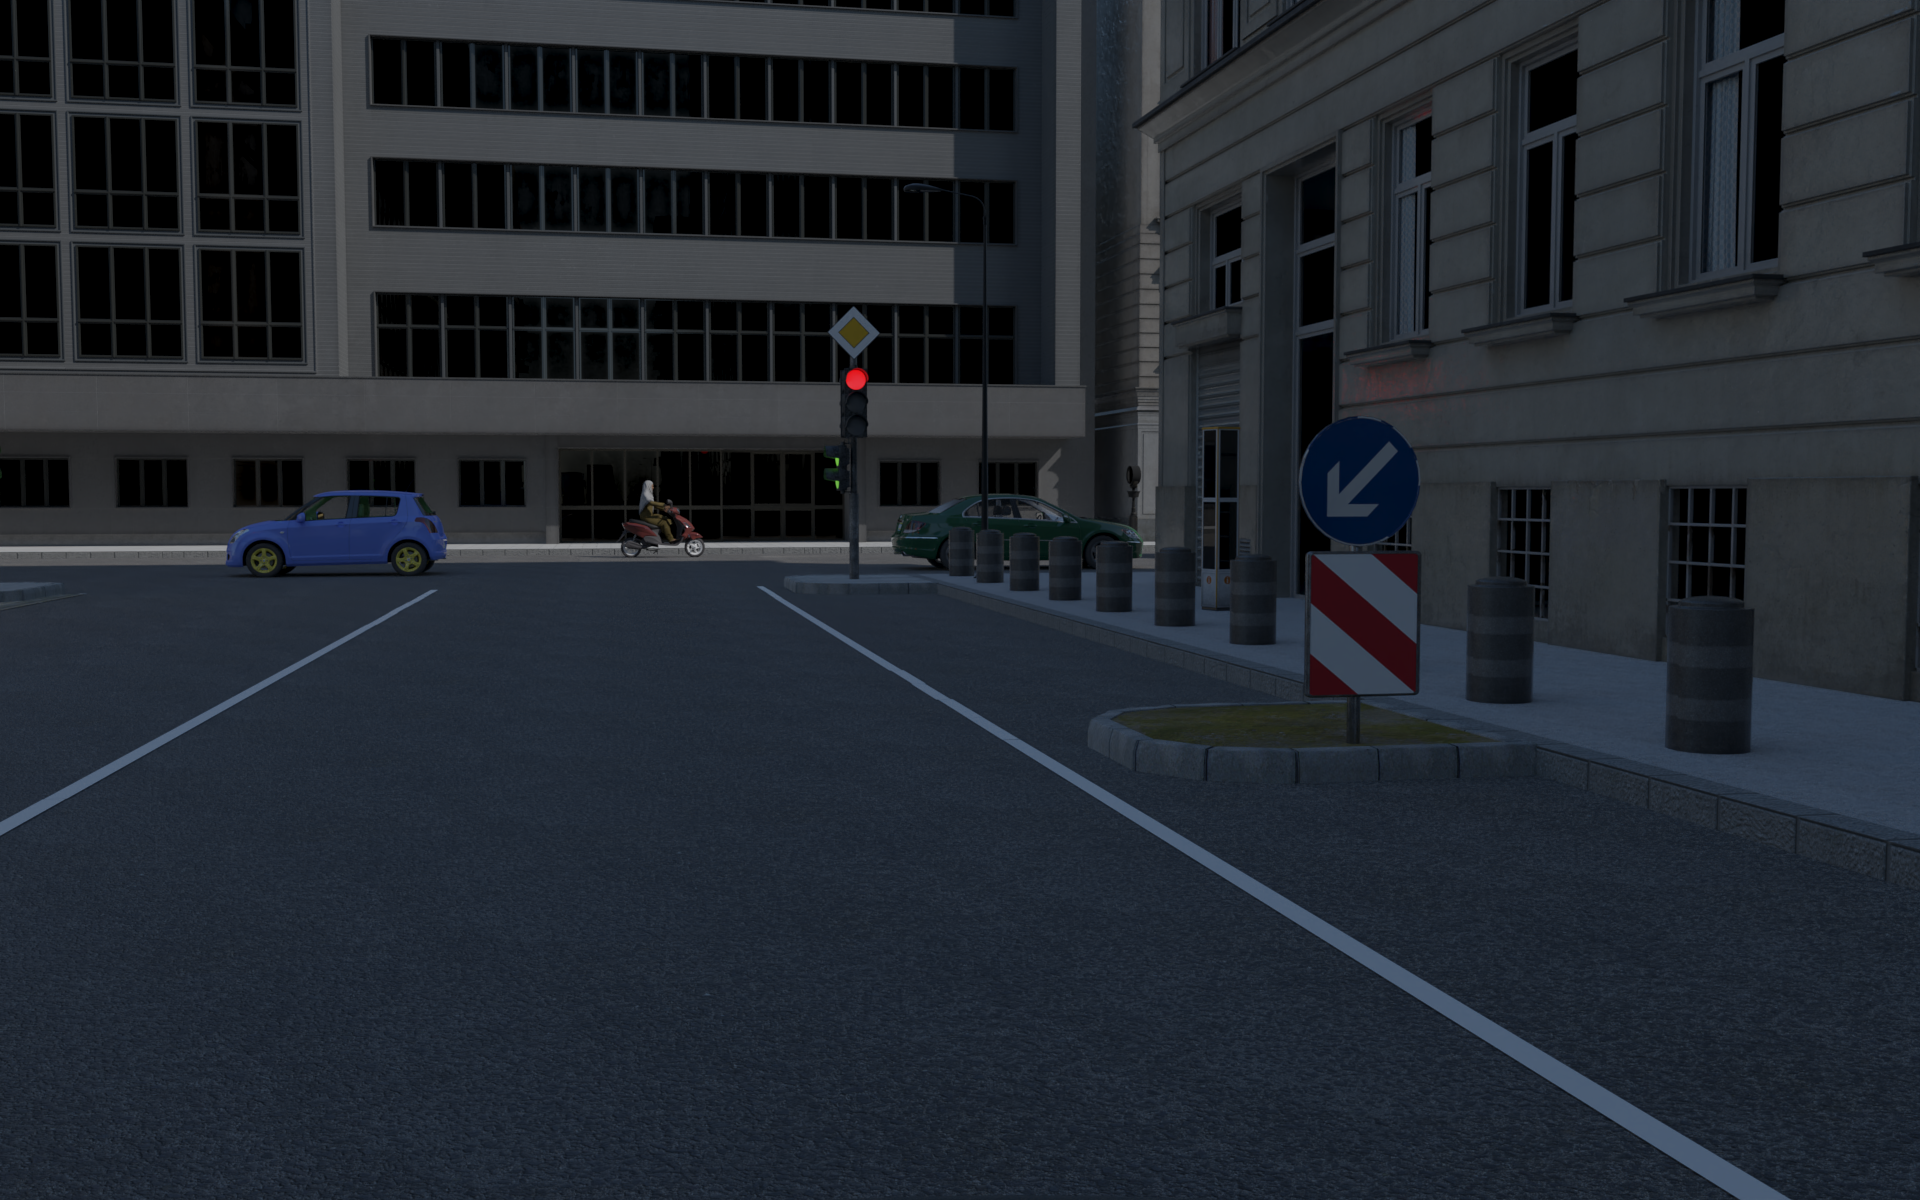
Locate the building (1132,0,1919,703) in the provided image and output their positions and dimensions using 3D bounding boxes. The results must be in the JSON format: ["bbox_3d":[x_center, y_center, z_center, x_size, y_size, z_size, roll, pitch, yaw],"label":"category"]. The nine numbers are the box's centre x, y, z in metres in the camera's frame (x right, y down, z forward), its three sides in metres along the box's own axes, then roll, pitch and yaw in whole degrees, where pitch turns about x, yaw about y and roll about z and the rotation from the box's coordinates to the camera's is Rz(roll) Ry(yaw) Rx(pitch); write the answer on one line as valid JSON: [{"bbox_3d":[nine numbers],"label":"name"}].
[{"bbox_3d":[12.799,-10.944,12.221,16.112,22.955,30.059,-1,4,-11],"label":"building"}]

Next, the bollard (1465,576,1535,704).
[{"bbox_3d":[3.352,0.243,10.749,0.404,0.777,0.398,0,3,0],"label":"bollard"}]

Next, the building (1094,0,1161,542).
[{"bbox_3d":[12.534,-12.415,52.142,18.267,20.994,9.793,-1,4,-11],"label":"building"}]

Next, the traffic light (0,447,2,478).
[{"bbox_3d":[-13.580,-2.121,23.596,0.839,4.253,0.868,-1,4,-11],"label":"traffic light"}]

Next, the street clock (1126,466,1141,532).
[{"bbox_3d":[4.422,-2.420,44.144,0.358,2.002,0.471,-1,4,-16],"label":"street clock"}]

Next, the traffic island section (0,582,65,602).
[{"bbox_3d":[-13.621,-0.088,23.723,2.009,0.180,2.903,-1,4,-11],"label":"traffic island section"}]

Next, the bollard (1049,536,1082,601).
[{"bbox_3d":[1.277,-0.384,21.003,0.404,0.777,0.398,0,3,0],"label":"bollard"}]

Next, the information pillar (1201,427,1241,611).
[{"bbox_3d":[2.869,-0.892,19.084,0.304,2.012,0.304,-2,4,-27],"label":"information pillar"}]

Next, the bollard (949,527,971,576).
[{"bbox_3d":[0.027,-0.761,27.163,0.404,0.777,0.398,0,3,0],"label":"bollard"}]

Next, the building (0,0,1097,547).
[{"bbox_3d":[-12.036,-14.072,49.139,30.058,24.678,14.314,-1,4,-11],"label":"building"}]

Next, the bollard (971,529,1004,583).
[{"bbox_3d":[0.437,-0.636,25.111,0.404,0.777,0.398,0,3,0],"label":"bollard"}]

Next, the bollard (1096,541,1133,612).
[{"bbox_3d":[1.688,-0.259,18.953,0.404,0.777,0.398,0,3,0],"label":"bollard"}]

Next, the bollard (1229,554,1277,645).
[{"bbox_3d":[2.516,-0.009,14.866,0.404,0.777,0.398,0,3,0],"label":"bollard"}]

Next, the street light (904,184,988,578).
[{"bbox_3d":[-0.154,-3.282,26.195,1.470,5.913,1.316,-1,4,-11],"label":"street light"}]

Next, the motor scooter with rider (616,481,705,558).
[{"bbox_3d":[-6.763,-1.843,39.096,1.986,1.779,0.876,-1,4,-11],"label":"motor scooter with rider"}]

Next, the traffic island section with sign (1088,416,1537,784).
[{"bbox_3d":[1.783,-0.057,9.555,1.989,1.847,2.006,-1,4,-11],"label":"traffic island section with sign"}]

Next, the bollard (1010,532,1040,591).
[{"bbox_3d":[0.860,-0.509,23.045,0.404,0.777,0.398,0,3,0],"label":"bollard"}]

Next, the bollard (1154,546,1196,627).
[{"bbox_3d":[2.100,-0.134,16.909,0.404,0.777,0.398,0,3,0],"label":"bollard"}]

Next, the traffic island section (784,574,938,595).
[{"bbox_3d":[-1.574,-0.237,26.152,2.009,0.180,2.903,-1,4,-11],"label":"traffic island section"}]

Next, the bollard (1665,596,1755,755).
[{"bbox_3d":[3.766,0.368,8.700,0.404,0.777,0.398,0,3,0],"label":"bollard"}]

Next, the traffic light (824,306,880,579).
[{"bbox_3d":[-1.615,-2.270,26.030,0.839,4.253,0.868,-1,4,-11],"label":"traffic light"}]

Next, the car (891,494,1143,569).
[{"bbox_3d":[1.135,-1.324,33.446,4.920,1.459,2.131,-1,4,-11],"label":"car"}]

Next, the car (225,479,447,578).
[{"bbox_3d":[-11.012,-1.289,30.659,3.694,1.707,1.945,-1,4,-12],"label":"car"}]
